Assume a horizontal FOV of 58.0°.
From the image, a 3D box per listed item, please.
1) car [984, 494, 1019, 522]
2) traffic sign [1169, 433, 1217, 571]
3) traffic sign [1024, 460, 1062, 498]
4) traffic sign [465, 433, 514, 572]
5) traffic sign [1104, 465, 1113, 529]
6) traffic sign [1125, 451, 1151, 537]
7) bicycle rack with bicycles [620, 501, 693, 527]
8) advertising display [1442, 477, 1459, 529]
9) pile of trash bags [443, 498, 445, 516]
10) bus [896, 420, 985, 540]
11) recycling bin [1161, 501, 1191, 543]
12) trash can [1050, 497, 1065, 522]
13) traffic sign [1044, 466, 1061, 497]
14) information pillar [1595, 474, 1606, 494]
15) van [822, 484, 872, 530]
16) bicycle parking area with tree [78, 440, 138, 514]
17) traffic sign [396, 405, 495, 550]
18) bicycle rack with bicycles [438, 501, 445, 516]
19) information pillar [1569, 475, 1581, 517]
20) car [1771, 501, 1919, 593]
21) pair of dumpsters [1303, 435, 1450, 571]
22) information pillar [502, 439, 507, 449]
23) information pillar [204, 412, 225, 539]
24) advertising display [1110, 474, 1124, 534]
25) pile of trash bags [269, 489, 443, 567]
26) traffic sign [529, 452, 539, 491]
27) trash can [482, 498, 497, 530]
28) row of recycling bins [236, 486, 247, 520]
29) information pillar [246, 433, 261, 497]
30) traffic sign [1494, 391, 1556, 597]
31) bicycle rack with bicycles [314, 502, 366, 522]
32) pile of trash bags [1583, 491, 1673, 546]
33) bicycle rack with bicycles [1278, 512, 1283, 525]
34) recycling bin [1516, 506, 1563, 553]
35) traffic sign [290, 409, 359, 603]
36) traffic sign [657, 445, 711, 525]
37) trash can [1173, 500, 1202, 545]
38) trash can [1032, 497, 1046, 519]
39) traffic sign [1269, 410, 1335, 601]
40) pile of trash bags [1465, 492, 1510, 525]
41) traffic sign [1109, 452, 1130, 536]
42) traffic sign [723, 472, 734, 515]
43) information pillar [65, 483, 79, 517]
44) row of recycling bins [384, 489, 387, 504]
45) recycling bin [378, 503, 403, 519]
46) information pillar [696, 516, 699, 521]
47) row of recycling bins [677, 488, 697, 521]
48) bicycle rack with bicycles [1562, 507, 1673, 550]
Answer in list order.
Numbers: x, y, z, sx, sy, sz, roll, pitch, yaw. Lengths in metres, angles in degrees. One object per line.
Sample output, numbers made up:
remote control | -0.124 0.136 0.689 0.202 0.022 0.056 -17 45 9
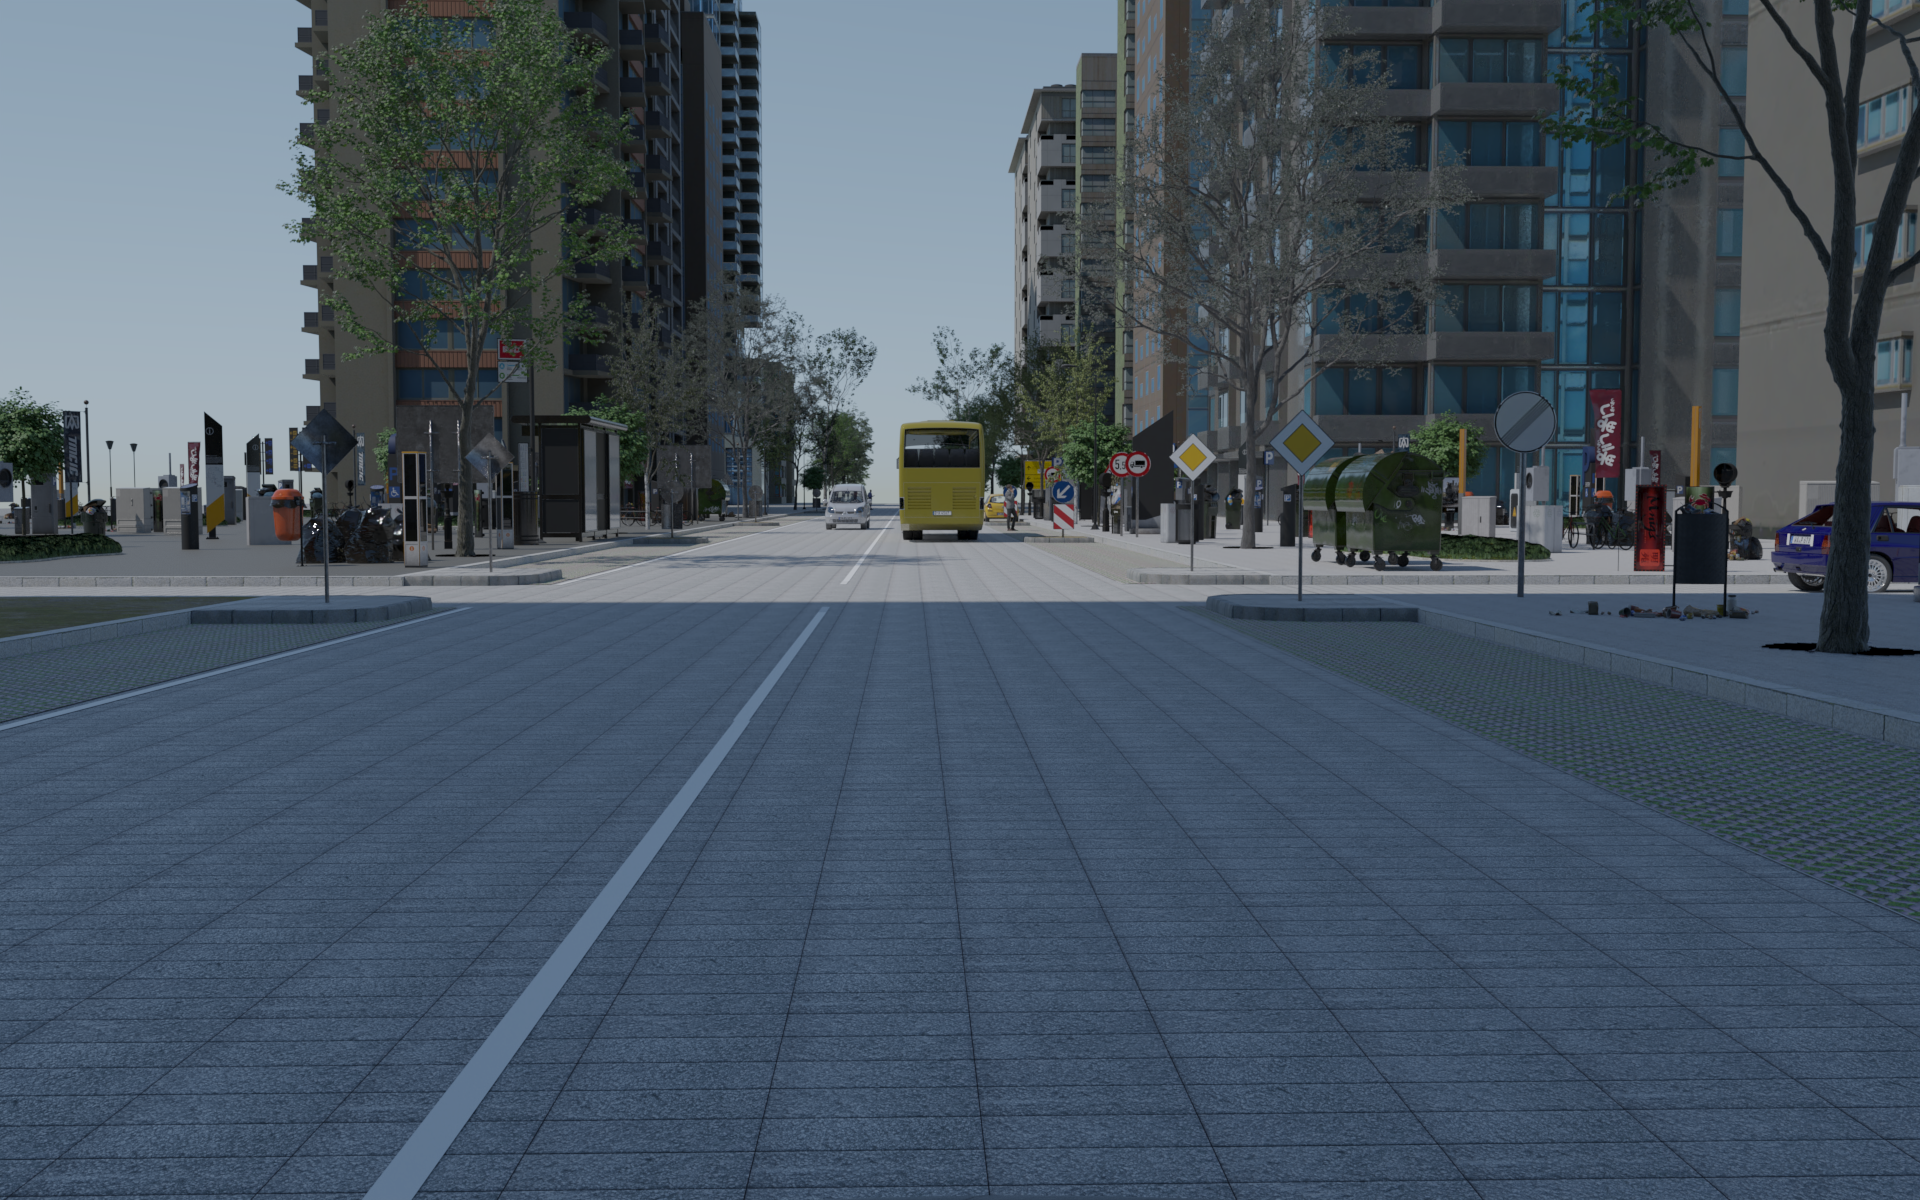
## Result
car | 2.051 -4.796 88.639 2.015 1.641 3.980 0 4 -2
traffic sign | 3.845 -1.531 28.674 0.795 2.450 0.064 0 4 -2
traffic sign | 5.002 -6.753 104.283 2.265 3.308 0.079 0 4 1
traffic sign | -7.695 -1.512 28.369 0.795 2.450 0.064 0 4 -2
traffic sign | 5.575 -3.876 63.376 0.884 2.594 0.081 0 4 1
traffic sign | 5.240 -3.123 51.173 0.768 2.556 0.104 0 4 -1
bicycle rack with bicycles | -12.501 -3.415 69.209 2.925 0.926 2.852 2 4 33
advertising display | 18.137 -3.605 64.162 0.974 1.923 0.123 -2 4 -24
pile of trash bags | -28.953 -5.243 95.471 1.912 1.369 3.447 -1 4 -11
bus | -0.694 -3.994 56.857 2.896 3.916 12.252 0 4 -2
recycling bin | 5.694 -2.014 45.478 0.722 1.027 0.722 0 4 -7
trash can | 4.329 -3.954 76.293 0.748 1.137 0.748 0 3 0
traffic sign | 4.251 -4.860 79.573 0.768 2.556 0.104 0 4 4
information pillar | 21.995 -3.365 59.517 0.304 2.012 0.304 2 4 28
van | -4.573 -3.901 70.790 2.013 2.044 4.112 0 4 0
bicycle parking area with tree | -46.211 -6.624 95.301 9.016 4.147 8.231 0 4 1
traffic sign | -11.768 -2.798 39.621 2.265 3.308 0.079 0 4 2
bicycle rack with bicycles | -27.426 -4.637 89.189 2.852 0.926 2.925 2 4 33
information pillar | 23.862 -3.836 67.214 0.304 2.012 0.304 3 5 41
car | 13.963 -0.762 25.034 3.894 1.354 1.945 0 4 -3
pair of dumpsters | 7.325 -1.726 30.710 1.574 2.255 4.437 0 4 -1
information pillar | -19.395 -5.042 73.785 0.183 3.616 0.504 -2 4 -32
information pillar | -21.125 -3.529 49.046 0.504 3.616 0.183 -1 4 -22
advertising display | 5.035 -3.074 55.475 0.123 1.923 0.974 -1 4 -14
pile of trash bags | -11.474 -1.366 32.086 1.912 1.369 3.447 1 4 17
traffic sign | -12.901 -3.221 52.761 0.768 2.556 0.104 0 4 1
trash can | -17.042 -3.122 62.702 0.748 1.137 0.748 0 3 0
row of recycling bins | -36.103 -4.817 85.874 1.069 1.692 3.534 0 4 -4
information pillar | -27.030 -4.585 66.317 0.504 3.616 0.183 -2 4 -28
traffic sign | 6.979 -1.308 21.484 0.768 2.556 0.104 0 4 1
bicycle rack with bicycles | -27.448 -3.918 77.443 2.925 0.926 2.852 -3 5 -43
pile of trash bags | 16.864 -2.106 44.190 1.912 1.369 3.447 0 4 1
bicycle rack with bicycles | 13.028 -3.102 64.101 2.925 0.926 2.852 3 5 40
recycling bin | 12.665 -1.547 37.856 0.722 1.027 0.722 -3 4 -38
traffic sign | -7.469 -1.024 20.387 0.795 2.450 0.064 0 4 -2
traffic sign | -11.430 -4.765 71.781 2.265 3.308 0.079 0 4 3
trash can | 5.802 -1.992 44.218 0.748 1.137 0.748 0 3 0
trash can | 4.019 -4.664 87.906 0.748 1.137 0.748 0 3 0
traffic sign | 4.071 -1.043 20.692 0.795 2.450 0.064 0 4 -2
pile of trash bags | 21.336 -3.750 71.070 1.912 1.369 3.447 2 4 34
traffic sign | 4.912 -3.210 52.589 0.768 2.556 0.104 0 4 7
traffic sign | -13.720 -6.233 101.917 0.884 2.594 0.081 0 4 6
information pillar | -36.780 -4.910 71.638 0.504 3.616 0.183 -2 4 -27
row of recycling bins | -31.776 -5.607 98.784 1.069 1.692 3.534 0 4 5
recycling bin | -15.033 -2.058 46.206 0.722 1.027 0.722 0 4 4
information pillar | -12.529 -5.592 82.782 0.183 3.616 0.504 0 4 -7
row of recycling bins | -13.370 -4.734 84.514 1.069 1.692 3.534 0 4 3
bicycle rack with bicycles | 15.368 -1.658 40.497 2.852 0.926 2.925 0 4 4
